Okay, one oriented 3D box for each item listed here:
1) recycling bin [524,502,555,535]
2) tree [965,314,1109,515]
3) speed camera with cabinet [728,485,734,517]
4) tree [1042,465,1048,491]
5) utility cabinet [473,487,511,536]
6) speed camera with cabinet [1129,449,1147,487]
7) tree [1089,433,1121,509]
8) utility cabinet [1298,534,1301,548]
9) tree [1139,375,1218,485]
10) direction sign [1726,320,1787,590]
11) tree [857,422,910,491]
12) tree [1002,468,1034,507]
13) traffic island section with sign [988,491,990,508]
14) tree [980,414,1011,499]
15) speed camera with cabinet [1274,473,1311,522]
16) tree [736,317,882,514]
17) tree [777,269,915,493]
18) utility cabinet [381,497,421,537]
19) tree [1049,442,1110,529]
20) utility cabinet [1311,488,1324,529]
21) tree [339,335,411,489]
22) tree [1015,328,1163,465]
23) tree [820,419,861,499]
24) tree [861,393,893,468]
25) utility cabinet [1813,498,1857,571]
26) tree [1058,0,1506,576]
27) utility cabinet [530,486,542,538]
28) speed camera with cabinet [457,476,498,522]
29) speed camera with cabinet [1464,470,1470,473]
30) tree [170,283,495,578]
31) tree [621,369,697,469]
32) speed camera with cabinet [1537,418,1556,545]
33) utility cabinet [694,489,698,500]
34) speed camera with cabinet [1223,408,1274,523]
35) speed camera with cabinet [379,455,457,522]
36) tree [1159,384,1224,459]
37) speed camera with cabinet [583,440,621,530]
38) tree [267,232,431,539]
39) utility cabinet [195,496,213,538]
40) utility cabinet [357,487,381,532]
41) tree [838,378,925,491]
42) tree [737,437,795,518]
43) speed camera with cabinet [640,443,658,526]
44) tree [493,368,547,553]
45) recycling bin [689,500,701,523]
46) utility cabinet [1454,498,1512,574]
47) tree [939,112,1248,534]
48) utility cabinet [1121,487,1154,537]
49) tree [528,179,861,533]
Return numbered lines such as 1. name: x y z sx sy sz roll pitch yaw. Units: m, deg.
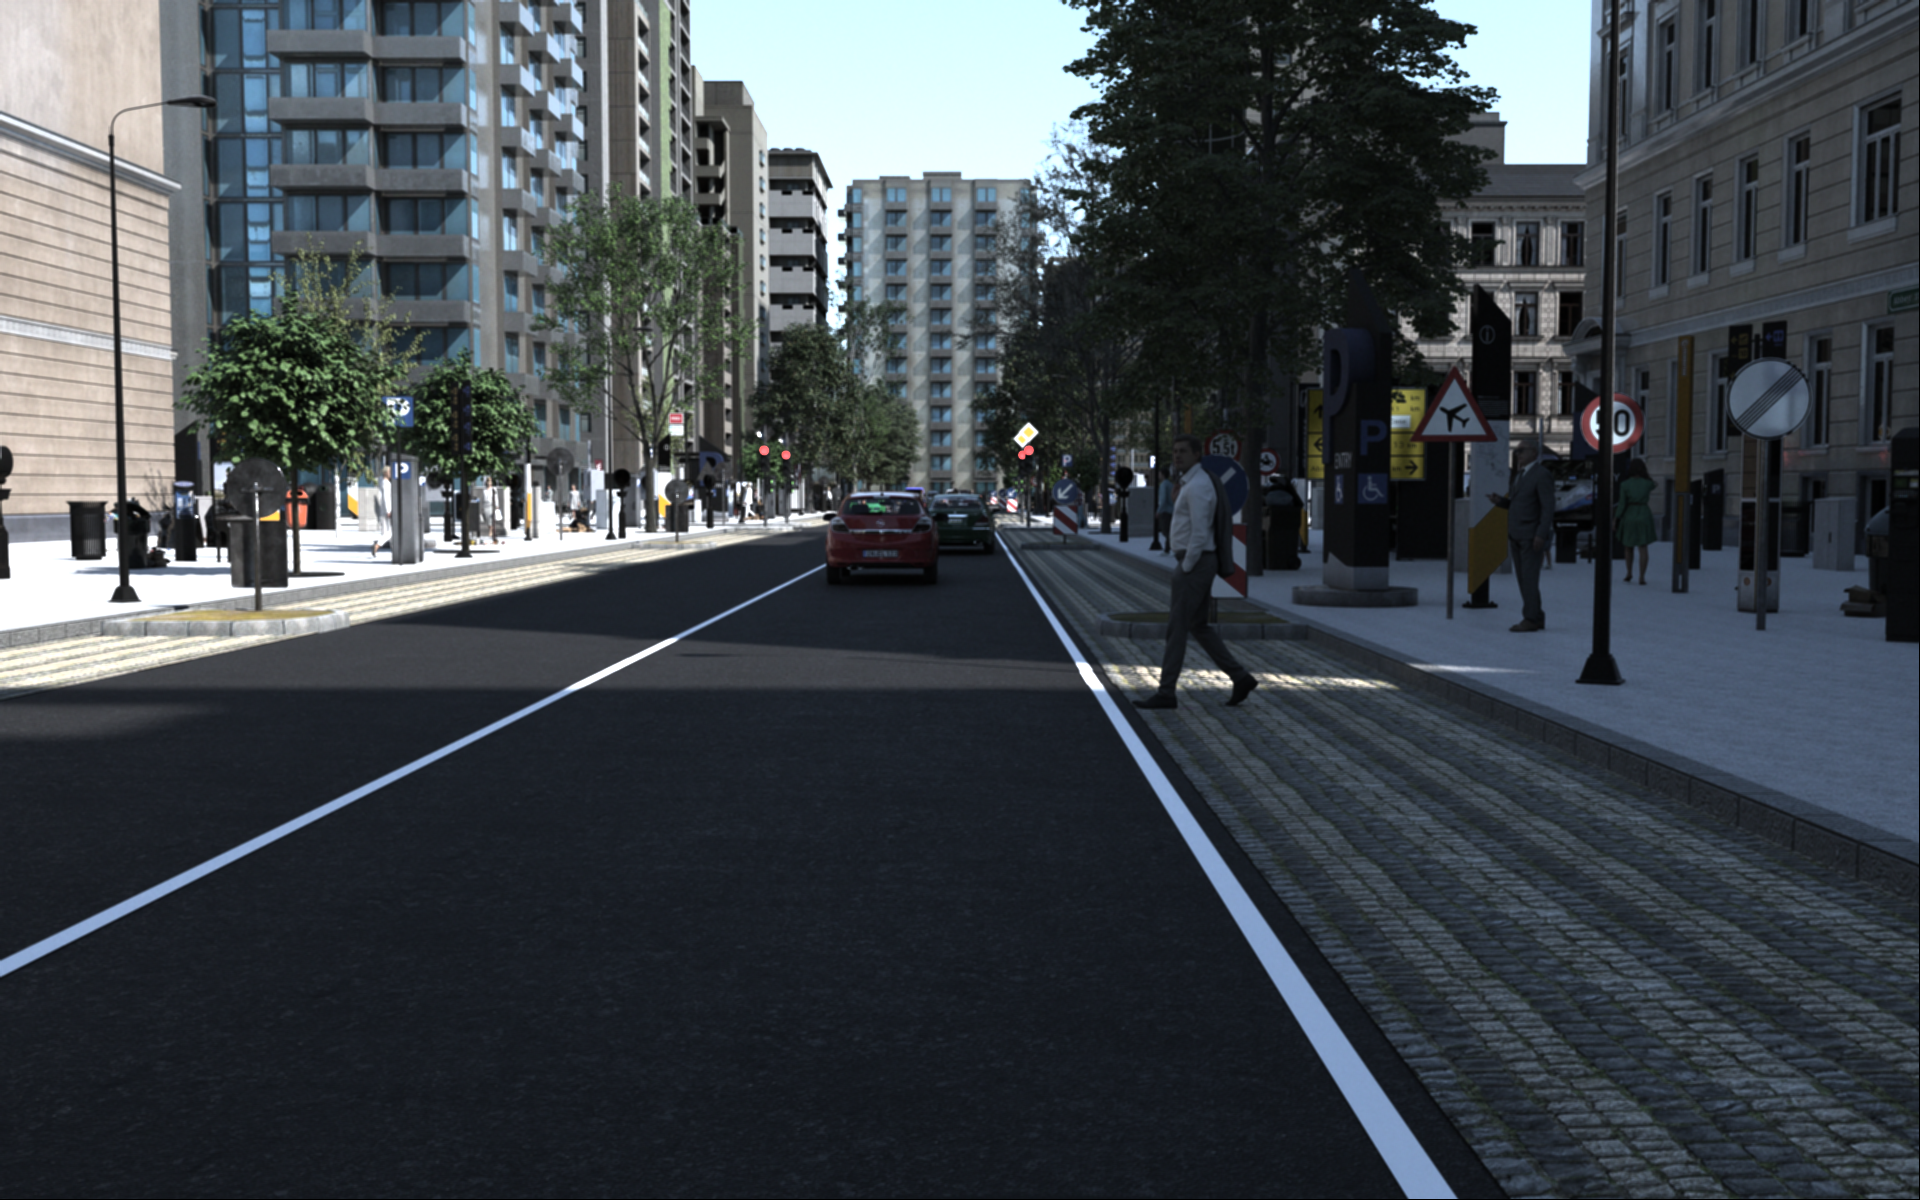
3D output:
1. recycling bin: -13.402 -2.607 55.186 0.722 1.027 0.722 2 4 26
2. tree: 5.091 -11.714 108.528 9.611 12.733 9.660 0 3 0
3. speed camera with cabinet: -13.275 -6.363 98.371 0.660 3.252 2.038 -1 4 -14
4. tree: 5.557 -6.411 99.421 1.663 3.219 1.824 0 3 0
5. utility cabinet: -14.137 -2.664 52.229 1.173 1.500 0.318 1 4 23
6. speed camera with cabinet: 8.216 -4.992 75.962 2.038 3.252 0.660 3 5 41
7. tree: 11.691 -12.046 147.319 4.360 8.622 3.978 0 3 0
8. utility cabinet: 8.168 -1.889 42.043 0.306 1.237 1.020 0 4 0
9. tree: 12.626 -8.934 96.439 4.737 8.622 4.395 0 3 0
10. direction sign: 10.574 -1.900 23.066 0.379 3.537 0.876 -2 4 -26
11. tree: -9.410 -16.909 210.878 7.601 10.594 8.767 0 4 -3
12. tree: 6.222 -13.034 196.823 4.285 4.588 4.351 0 3 0
13. traffic island section with sign: 3.056 -7.274 127.560 1.989 1.847 2.006 0 4 0
14. tree: 6.123 -17.943 219.123 9.928 11.665 9.643 0 3 0
15. speed camera with cabinet: 14.404 -5.036 76.671 2.038 3.252 0.660 2 4 30
16. tree: -9.864 -11.935 112.146 9.611 12.733 9.660 0 3 0
17. tree: -10.285 -17.923 148.931 12.611 20.169 13.585 0 3 0
18. utility cabinet: -15.250 -2.208 47.268 1.020 1.237 0.306 -2 4 -24
19. tree: 4.560 -4.296 64.843 1.663 3.219 1.824 0 3 0
20. utility cabinet: 13.188 -3.292 62.507 1.173 1.500 0.318 -3 5 -39
21. tree: -27.235 -7.961 80.531 4.360 8.622 3.978 0 3 0
22. tree: 6.187 -9.306 86.566 7.601 10.594 8.767 2 4 29
23. tree: -9.892 -11.482 138.086 4.360 8.622 3.978 0 3 0
24. tree: -9.987 -14.634 165.024 9.928 11.665 9.643 0 3 0
25. utility cabinet: 14.783 -1.110 29.303 0.306 1.237 1.020 0 4 5
26. tree: 4.937 -6.667 27.128 7.486 12.596 7.792 0 3 0
27. utility cabinet: -12.417 -2.562 50.561 0.318 1.500 1.173 -1 4 -10
28. speed camera with cabinet: -22.098 -5.177 78.974 2.038 3.252 0.660 -1 4 -18
29. speed camera with cabinet: 18.723 -4.364 65.681 2.038 3.252 0.660 1 4 12
30. tree: -10.514 -2.656 27.143 4.285 4.588 4.351 0 3 0
31. tree: -17.513 -9.207 100.904 4.737 8.622 4.395 0 3 0
32. speed camera with cabinet: 15.066 -3.064 44.432 0.660 3.252 2.038 1 4 20
33. utility cabinet: -12.529 -4.363 80.013 0.318 1.500 1.173 1 4 21
34. speed camera with cabinet: 6.430 -2.760 39.463 0.660 3.252 2.038 -1 4 -9
35. speed camera with cabinet: -17.016 -3.670 54.346 2.038 3.252 0.660 0 4 7
36. tree: 14.890 -9.896 112.155 4.360 8.622 3.978 0 3 0
37. speed camera with cabinet: -13.126 -4.230 63.490 0.660 3.252 2.038 -3 4 -36
38. tree: -17.647 -6.067 49.563 4.737 8.622 4.395 0 3 0
39. utility cabinet: -21.287 -2.322 49.130 1.020 1.237 0.306 0 4 -4
40. utility cabinet: -20.015 -3.060 58.705 0.318 1.500 1.173 0 4 4
41. tree: -9.882 -17.237 188.479 9.857 13.997 8.962 0 3 0
42. tree: -10.600 -6.800 94.890 4.285 4.588 4.351 0 3 0
43. speed camera with cabinet: -12.674 -4.491 67.762 2.038 3.252 0.660 2 4 23
44. tree: -10.752 -3.312 37.865 4.285 4.588 4.351 0 3 0
45. recycling bin: -12.031 -3.972 77.496 0.722 1.027 0.722 1 4 13
46. utility cabinet: 8.522 -1.047 28.283 0.306 1.237 1.020 -2 4 -34
47. tree: 4.587 -8.889 55.703 12.009 13.543 11.850 0 3 0
48. utility cabinet: 5.305 -2.607 51.308 1.173 1.500 0.318 -3 4 -38
49. tree: -10.205 -8.023 56.931 9.928 11.665 9.643 0 3 0
